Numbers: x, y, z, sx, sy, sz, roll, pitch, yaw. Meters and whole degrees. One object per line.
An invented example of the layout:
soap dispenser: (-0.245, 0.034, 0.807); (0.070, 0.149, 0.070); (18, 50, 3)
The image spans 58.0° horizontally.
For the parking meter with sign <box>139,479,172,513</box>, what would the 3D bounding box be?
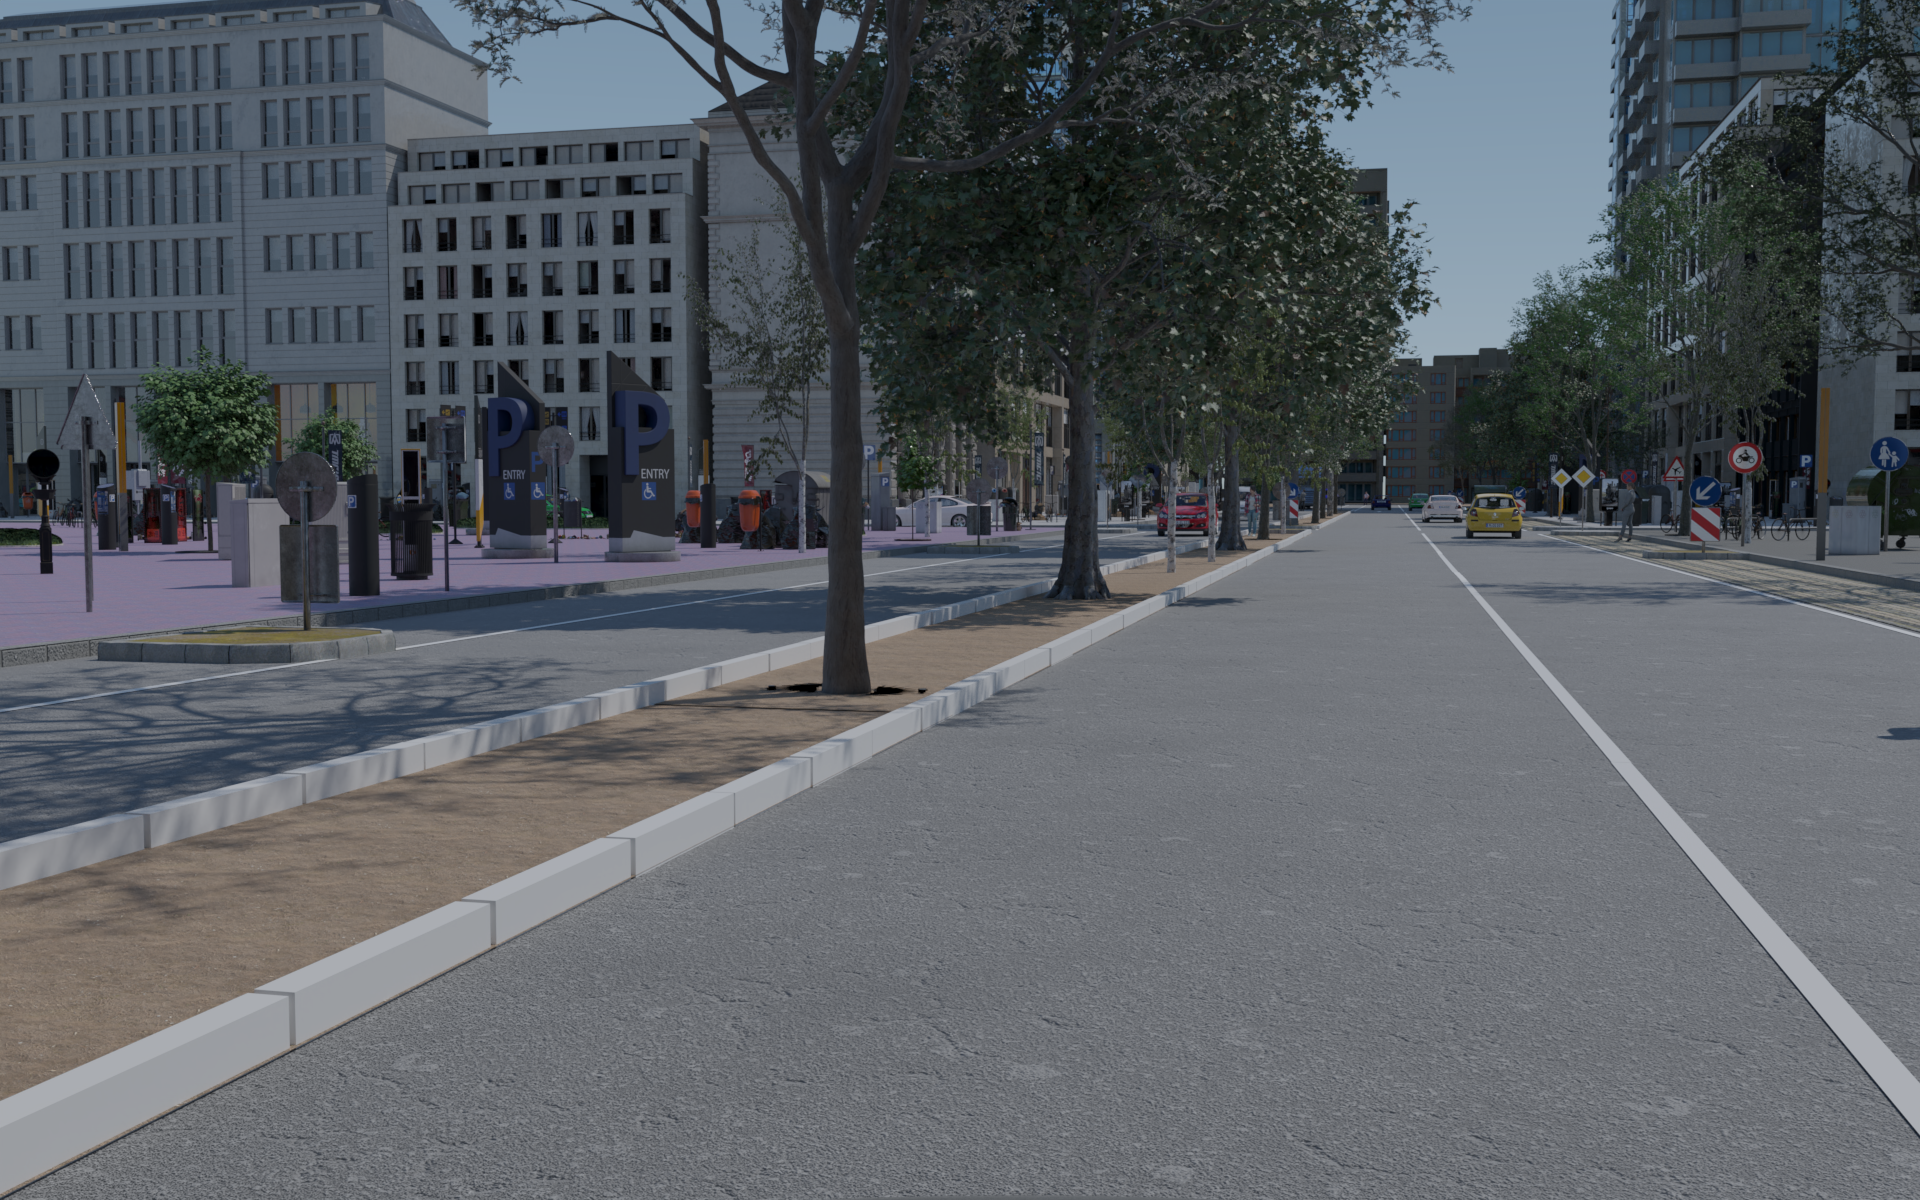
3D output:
parking meter with sign: (-42.166, -5.784, 90.827); (1.738, 3.016, 0.543); (0, 4, -1)

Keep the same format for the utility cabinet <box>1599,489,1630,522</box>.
utility cabinet: (29.984, -4.314, 79.218); (1.173, 1.500, 0.318); (1, 4, 9)

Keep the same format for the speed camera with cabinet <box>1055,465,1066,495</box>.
speed camera with cabinet: (6.842, -7.528, 117.415); (0.660, 3.252, 2.038); (0, 4, -4)

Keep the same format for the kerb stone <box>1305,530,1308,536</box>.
kerb stone: (11.414, -2.173, 57.727); (0.120, 0.150, 1.000); (1, 4, 14)

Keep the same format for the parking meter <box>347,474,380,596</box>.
parking meter: (-7.535, -0.823, 21.875); (0.372, 1.533, 0.369); (0, 3, 0)

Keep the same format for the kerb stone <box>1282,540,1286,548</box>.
kerb stone: (8.453, -1.442, 45.778); (0.120, 0.150, 1.000); (1, 4, 14)

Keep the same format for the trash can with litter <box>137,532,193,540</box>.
trash can with litter: (-22.415, -2.300, 48.665); (2.233, 1.210, 1.678); (1, 4, 9)

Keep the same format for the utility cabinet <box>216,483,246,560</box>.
utility cabinet: (-14.245, -1.544, 33.927); (0.318, 1.500, 1.173); (-1, 4, -11)

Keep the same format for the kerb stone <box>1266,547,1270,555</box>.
kerb stone: (6.980, -1.077, 39.809); (0.120, 0.150, 1.000); (1, 4, 14)

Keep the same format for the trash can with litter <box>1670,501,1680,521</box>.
trash can with litter: (33.332, -4.274, 81.267); (0.624, 1.170, 1.055); (-2, 4, -33)

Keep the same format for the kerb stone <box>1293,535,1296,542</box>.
kerb stone: (9.687, -1.747, 50.754); (0.120, 0.150, 1.000); (1, 4, 14)

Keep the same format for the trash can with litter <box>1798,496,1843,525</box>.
trash can with litter: (35.851, -3.701, 71.568); (1.678, 1.210, 2.233); (-3, 4, -39)

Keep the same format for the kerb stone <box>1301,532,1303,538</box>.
kerb stone: (10.672, -1.991, 54.747); (0.120, 0.150, 1.000); (1, 4, 14)

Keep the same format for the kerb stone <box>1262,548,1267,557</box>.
kerb stone: (6.728, -1.016, 38.815); (0.120, 0.150, 1.000); (1, 4, 14)

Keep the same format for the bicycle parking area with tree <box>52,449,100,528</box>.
bicycle parking area with tree: (-36.092, -4.875, 66.715); (8.231, 4.147, 9.016); (-1, 4, -18)

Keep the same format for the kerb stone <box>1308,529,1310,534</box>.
kerb stone: (11.900, -2.291, 59.713); (0.120, 0.150, 1.000); (1, 4, 14)

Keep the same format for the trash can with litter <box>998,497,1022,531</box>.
trash can with litter: (1.762, -2.972, 59.986); (0.624, 1.170, 1.055); (1, 4, 21)

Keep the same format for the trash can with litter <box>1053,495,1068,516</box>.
trash can with litter: (6.442, -5.646, 103.363); (2.233, 1.210, 1.678); (3, 4, 38)

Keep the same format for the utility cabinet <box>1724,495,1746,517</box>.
utility cabinet: (38.031, -4.511, 84.922); (1.020, 1.237, 0.306); (1, 4, 22)

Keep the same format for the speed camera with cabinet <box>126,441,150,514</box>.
speed camera with cabinet: (-30.218, -4.317, 64.926); (0.660, 3.252, 2.038); (2, 4, 29)

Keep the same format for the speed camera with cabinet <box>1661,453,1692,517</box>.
speed camera with cabinet: (34.446, -5.438, 83.251); (0.660, 3.252, 2.038); (0, 4, -5)

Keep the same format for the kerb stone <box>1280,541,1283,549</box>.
kerb stone: (8.208, -1.376, 44.786); (0.120, 0.150, 1.000); (1, 4, 14)

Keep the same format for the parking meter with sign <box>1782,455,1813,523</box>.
parking meter with sign: (37.021, -4.915, 76.620); (1.738, 3.016, 0.543); (-3, 4, -39)

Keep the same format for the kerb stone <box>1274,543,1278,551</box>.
kerb stone: (7.712, -1.258, 42.795); (0.120, 0.150, 1.000); (1, 4, 14)

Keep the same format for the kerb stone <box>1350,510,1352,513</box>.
kerb stone: (27.312, -6.100, 121.924); (0.120, 0.150, 1.000); (1, 4, 14)

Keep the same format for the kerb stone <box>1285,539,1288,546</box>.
kerb stone: (8.703, -1.503, 46.771); (0.120, 0.150, 1.000); (1, 4, 14)

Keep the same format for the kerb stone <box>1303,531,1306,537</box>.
kerb stone: (11.159, -2.110, 56.738); (0.120, 0.150, 1.000); (1, 4, 14)

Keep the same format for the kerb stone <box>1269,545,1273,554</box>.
kerb stone: (7.227, -1.138, 40.800); (0.120, 0.150, 1.000); (1, 4, 14)

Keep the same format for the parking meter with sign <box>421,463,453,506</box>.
parking meter with sign: (-26.592, -5.613, 88.036); (1.738, 3.016, 0.543); (0, 4, 6)

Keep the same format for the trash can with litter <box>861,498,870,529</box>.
trash can with litter: (-3.466, -2.869, 58.300); (0.624, 1.170, 1.055); (1, 4, 13)

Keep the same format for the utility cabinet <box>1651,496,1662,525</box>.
utility cabinet: (28.995, -3.726, 72.085); (0.306, 1.237, 1.020); (1, 4, 17)

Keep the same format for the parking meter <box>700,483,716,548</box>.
parking meter: (-5.990, -2.005, 41.188); (0.372, 1.533, 0.369); (0, 3, 0)

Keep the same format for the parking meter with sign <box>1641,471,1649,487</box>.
parking meter with sign: (50.475, -8.047, 127.823); (0.543, 3.016, 1.738); (2, 4, 27)

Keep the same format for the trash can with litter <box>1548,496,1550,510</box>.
trash can with litter: (40.932, -6.622, 119.650); (0.624, 1.170, 1.055); (1, 4, 17)

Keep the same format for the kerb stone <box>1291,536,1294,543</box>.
kerb stone: (9.444, -1.678, 49.752); (0.120, 0.150, 1.000); (1, 4, 14)

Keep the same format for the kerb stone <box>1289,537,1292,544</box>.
kerb stone: (9.197, -1.621, 48.760); (0.120, 0.150, 1.000); (1, 4, 14)

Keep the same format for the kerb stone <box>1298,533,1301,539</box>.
kerb stone: (10.427, -1.928, 53.744); (0.120, 0.150, 1.000); (1, 4, 14)

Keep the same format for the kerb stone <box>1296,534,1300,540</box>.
kerb stone: (10.177, -1.868, 52.750); (0.120, 0.150, 1.000); (1, 4, 14)

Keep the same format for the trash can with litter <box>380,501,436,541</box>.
trash can with litter: (-15.265, -2.247, 47.794); (1.678, 1.210, 2.233); (-2, 4, -35)

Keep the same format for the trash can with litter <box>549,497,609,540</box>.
trash can with litter: (-10.684, -2.343, 49.358); (2.233, 1.210, 1.678); (0, 4, 2)

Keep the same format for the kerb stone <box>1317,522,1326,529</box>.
kerb stone: (15.479, -3.178, 74.154); (0.120, 0.150, 1.000); (1, 4, 14)

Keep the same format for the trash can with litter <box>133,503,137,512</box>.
trash can with litter: (-29.690, -3.118, 62.373); (1.055, 1.170, 0.624); (-3, 4, -38)

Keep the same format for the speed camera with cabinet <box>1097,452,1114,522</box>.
speed camera with cabinet: (6.719, -5.268, 80.474); (0.660, 3.252, 2.038); (1, 4, 16)

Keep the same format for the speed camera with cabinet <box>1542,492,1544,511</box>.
speed camera with cabinet: (45.905, -8.558, 134.264); (2.038, 3.252, 0.660); (1, 4, 23)

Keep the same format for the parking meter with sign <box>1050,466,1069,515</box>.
parking meter with sign: (6.476, -6.770, 106.947); (1.738, 3.016, 0.543); (-1, 4, -18)

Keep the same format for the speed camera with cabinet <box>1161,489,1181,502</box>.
speed camera with cabinet: (14.197, -7.655, 119.498); (2.038, 3.252, 0.660); (2, 4, 24)

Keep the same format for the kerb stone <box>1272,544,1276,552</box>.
kerb stone: (7.461, -1.198, 41.795); (0.120, 0.150, 1.000); (1, 4, 14)

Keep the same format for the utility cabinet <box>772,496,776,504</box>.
utility cabinet: (-6.764, -3.271, 64.642); (0.306, 1.237, 1.020); (-3, 5, -42)

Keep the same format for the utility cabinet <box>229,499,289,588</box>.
utility cabinet: (-9.787, -0.800, 24.235); (0.306, 1.237, 1.020); (1, 4, 11)

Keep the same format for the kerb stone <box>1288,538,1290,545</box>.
kerb stone: (8.951, -1.564, 47.768); (0.120, 0.150, 1.000); (1, 4, 14)

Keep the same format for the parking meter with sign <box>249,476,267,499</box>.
parking meter with sign: (-29.195, -4.643, 72.177); (0.543, 3.016, 1.738); (0, 4, 4)

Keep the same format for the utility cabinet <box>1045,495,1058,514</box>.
utility cabinet: (5.998, -6.210, 112.701); (1.020, 1.237, 0.306); (3, 5, 41)

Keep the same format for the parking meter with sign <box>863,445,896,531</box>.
parking meter with sign: (-2.797, -3.933, 60.559); (0.543, 3.016, 1.738); (-2, 4, -33)

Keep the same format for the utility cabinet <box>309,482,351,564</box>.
utility cabinet: (-11.328, -1.402, 31.594); (0.318, 1.500, 1.173); (3, 5, 43)

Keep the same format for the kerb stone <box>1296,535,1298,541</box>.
kerb stone: (9.931, -1.807, 51.758); (0.120, 0.150, 1.000); (1, 4, 14)

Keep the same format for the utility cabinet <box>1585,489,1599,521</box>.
utility cabinet: (30.297, -4.504, 82.317); (0.318, 1.500, 1.173); (-2, 4, -31)

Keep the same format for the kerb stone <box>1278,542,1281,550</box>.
kerb stone: (7.952, -1.321, 43.788); (0.120, 0.150, 1.000); (1, 4, 14)
